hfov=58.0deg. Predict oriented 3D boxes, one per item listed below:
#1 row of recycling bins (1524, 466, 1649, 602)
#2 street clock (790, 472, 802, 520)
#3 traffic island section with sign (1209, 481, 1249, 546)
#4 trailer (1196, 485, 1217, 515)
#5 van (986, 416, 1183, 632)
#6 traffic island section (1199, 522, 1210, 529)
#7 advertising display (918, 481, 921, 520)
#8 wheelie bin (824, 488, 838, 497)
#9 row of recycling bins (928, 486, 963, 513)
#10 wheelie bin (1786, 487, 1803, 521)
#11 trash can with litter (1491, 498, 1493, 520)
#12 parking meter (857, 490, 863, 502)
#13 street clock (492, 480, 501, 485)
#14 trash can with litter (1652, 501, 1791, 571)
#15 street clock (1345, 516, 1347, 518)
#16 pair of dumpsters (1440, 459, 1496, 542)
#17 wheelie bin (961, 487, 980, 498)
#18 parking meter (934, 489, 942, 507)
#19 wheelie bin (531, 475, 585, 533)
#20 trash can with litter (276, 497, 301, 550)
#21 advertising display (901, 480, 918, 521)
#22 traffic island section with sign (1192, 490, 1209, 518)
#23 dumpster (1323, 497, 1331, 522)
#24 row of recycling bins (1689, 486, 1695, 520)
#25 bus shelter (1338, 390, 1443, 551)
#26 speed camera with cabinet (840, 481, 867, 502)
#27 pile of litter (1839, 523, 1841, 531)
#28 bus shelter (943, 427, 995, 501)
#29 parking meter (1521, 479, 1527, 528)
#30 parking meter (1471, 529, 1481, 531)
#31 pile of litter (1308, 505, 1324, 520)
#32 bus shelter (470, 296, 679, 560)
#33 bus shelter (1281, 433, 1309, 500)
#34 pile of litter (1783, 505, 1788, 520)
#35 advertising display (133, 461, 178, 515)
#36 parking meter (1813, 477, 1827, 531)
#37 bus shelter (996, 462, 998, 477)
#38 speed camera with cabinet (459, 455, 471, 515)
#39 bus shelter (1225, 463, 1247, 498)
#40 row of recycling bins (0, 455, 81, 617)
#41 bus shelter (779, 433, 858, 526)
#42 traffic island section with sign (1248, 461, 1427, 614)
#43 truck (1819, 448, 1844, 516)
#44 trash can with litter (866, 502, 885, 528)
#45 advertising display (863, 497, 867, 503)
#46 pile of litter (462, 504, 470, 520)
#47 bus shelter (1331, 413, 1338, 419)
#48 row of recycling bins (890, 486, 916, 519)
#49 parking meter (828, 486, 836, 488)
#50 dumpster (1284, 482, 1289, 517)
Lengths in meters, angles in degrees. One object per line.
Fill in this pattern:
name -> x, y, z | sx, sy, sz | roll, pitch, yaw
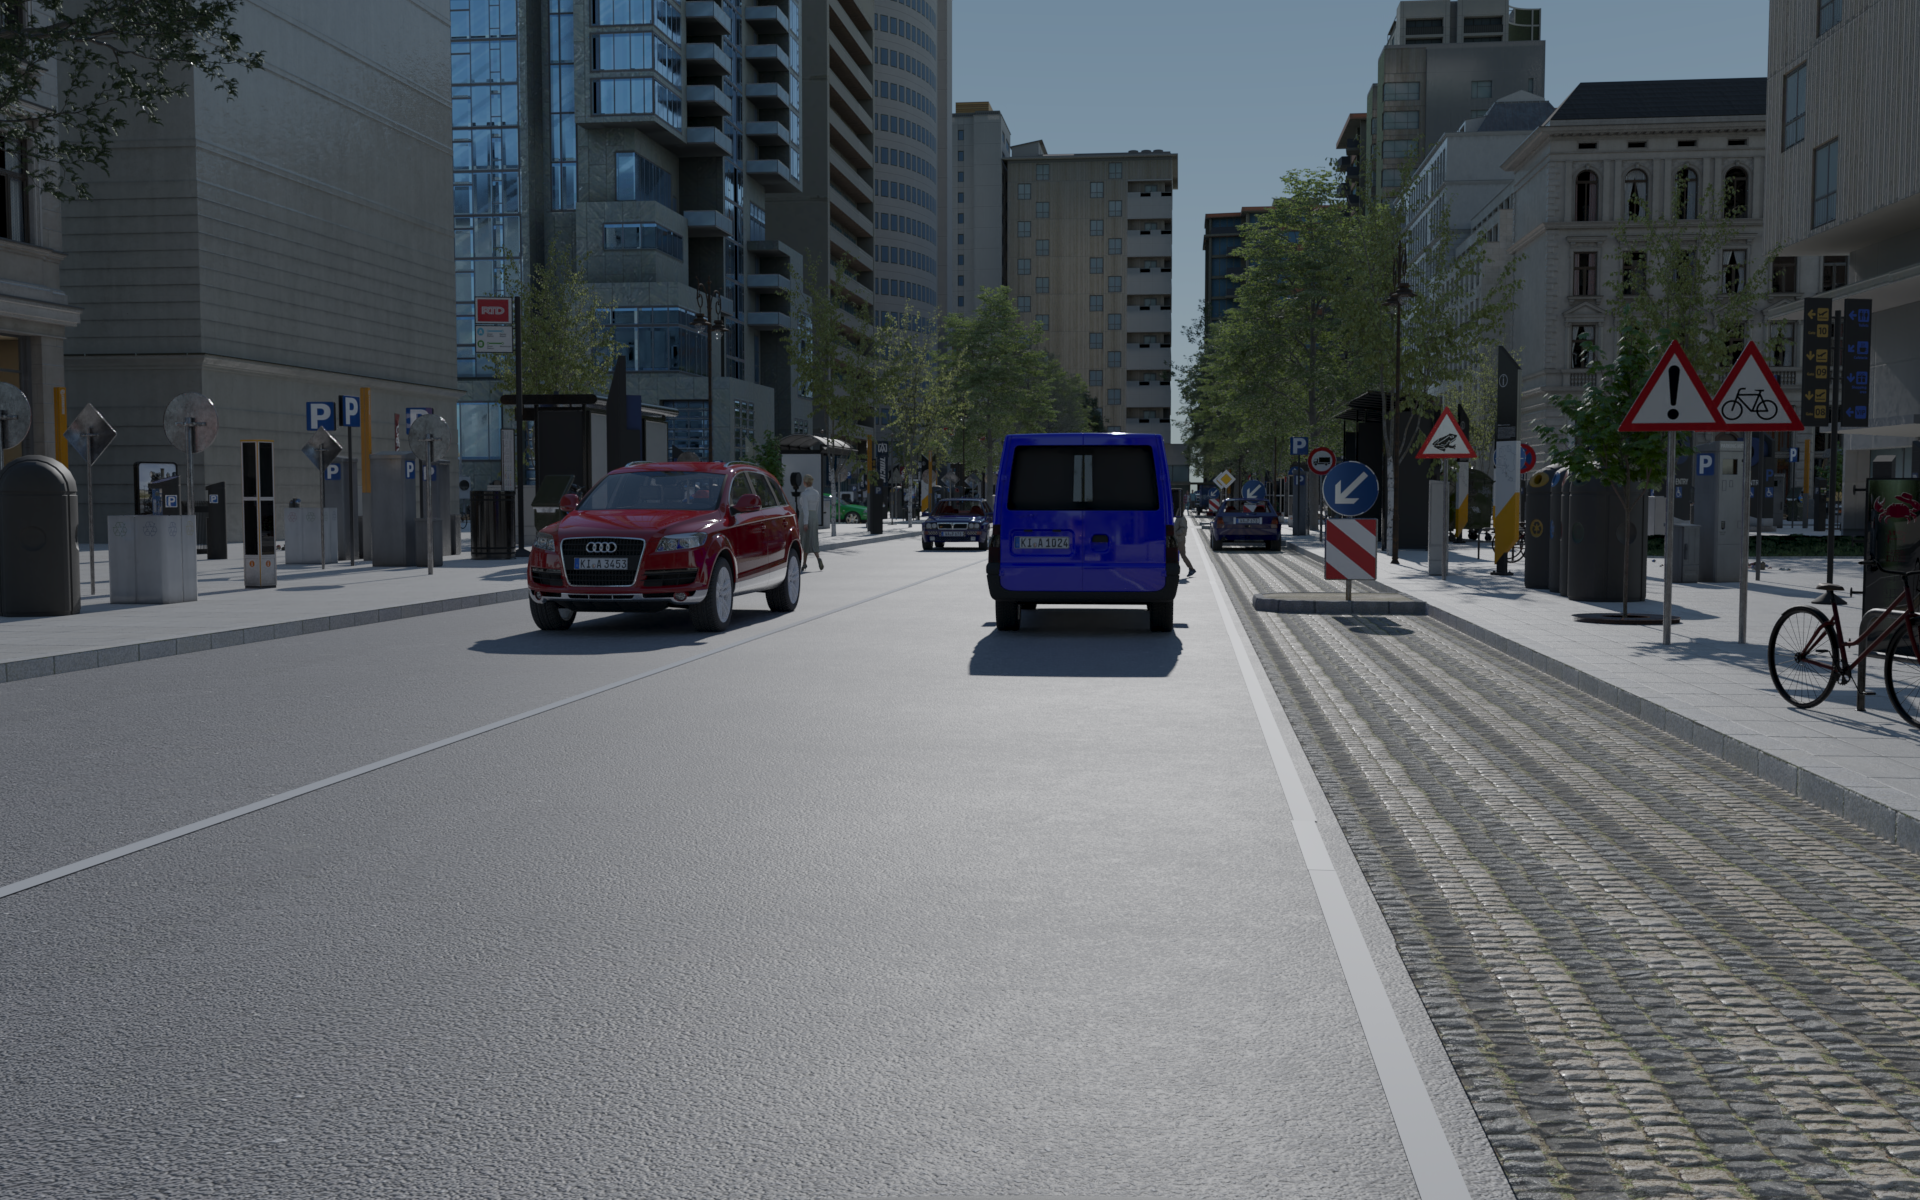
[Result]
row of recycling bins -> 8.012, -0.921, 22.177 | 1.069, 1.692, 3.534 | 0, 4, 8
street clock -> -5.438, -3.235, 57.459 | 0.358, 2.002, 0.471 | 1, 4, 19
traffic island section with sign -> 8.070, -2.434, 48.423 | 1.989, 1.847, 2.006 | 0, 4, 7
trailer -> 16.104, -6.461, 112.687 | 1.471, 1.999, 3.904 | 0, 4, 5
van -> 1.465, -0.939, 19.732 | 2.240, 2.365, 5.245 | 0, 4, 6
traffic island section -> 11.877, -3.447, 78.640 | 2.009, 0.180, 2.903 | 0, 4, 7
advertising display -> -2.086, -4.908, 85.467 | 0.123, 1.923, 0.974 | -1, 4, -13
wheelie bin -> -6.325, -4.667, 84.220 | 0.980, 1.594, 0.693 | 2, 4, 29
row of recycling bins -> -0.635, -4.846, 86.342 | 1.069, 1.692, 3.534 | 2, 4, 24
wheelie bin -> 39.381, -4.505, 81.570 | 0.693, 1.594, 0.980 | -1, 4, -21
trash can with litter -> 26.956, -4.611, 86.775 | 0.624, 1.170, 1.055 | 1, 4, 21
parking meter -> -6.381, -6.256, 110.688 | 0.372, 1.533, 0.369 | 0, 3, 0
street clock -> -23.719, -5.148, 88.733 | 0.471, 2.002, 0.358 | -2, 4, -34
trash can with litter -> 13.333, -1.152, 29.897 | 1.678, 1.210, 2.233 | -1, 4, -14
street clock -> 9.142, -2.212, 40.744 | 0.358, 2.002, 0.471 | 1, 4, 15
pair of dumpsters -> 13.881, -2.810, 48.431 | 1.574, 2.255, 4.437 | 0, 4, 7
wheelie bin -> 0.529, -4.584, 82.862 | 0.980, 1.594, 0.693 | -3, 5, -43
parking meter -> -1.023, -4.392, 80.212 | 0.372, 1.533, 0.369 | 0, 3, 0
wheelie bin -> -6.606, -1.261, 28.518 | 0.980, 1.594, 0.693 | 2, 4, 31
trash can with litter -> -15.316, -1.787, 40.282 | 1.678, 1.210, 2.233 | -1, 4, -16
advertising display -> -2.455, -4.725, 82.463 | 0.123, 1.923, 0.974 | 2, 4, 34
traffic island section with sign -> 14.987, -5.775, 103.043 | 1.989, 1.847, 2.006 | 0, 4, 7
dumpster -> 17.150, -4.647, 78.468 | 1.502, 2.255, 1.985 | 0, 4, 7
row of recycling bins -> 35.681, -4.775, 85.176 | 1.069, 1.692, 3.534 | 2, 4, 31
bus shelter -> 10.420, -3.106, 42.061 | 1.731, 3.624, 6.357 | 0, 4, 7
speed camera with cabinet -> -7.314, -7.598, 118.562 | 2.038, 3.252, 0.660 | -1, 4, -16
pile of litter -> 30.958, -2.783, 59.462 | 1.719, 0.858, 1.176 | -1, 4, -15
bus shelter -> 0.383, -7.832, 105.690 | 2.179, 5.291, 8.768 | 0, 4, 7
parking meter -> 20.102, -3.450, 62.122 | 0.399, 1.863, 0.255 | 1, 4, 22
parking meter -> 17.045, -2.986, 57.235 | 0.372, 1.533, 0.369 | 0, 3, 0
pile of litter -> 17.751, -4.453, 86.764 | 1.719, 0.858, 1.176 | 0, 4, 3
bus shelter -> -8.439, -3.679, 37.790 | 2.179, 5.291, 8.768 | 0, 4, 7
bus shelter -> 21.012, -7.932, 107.313 | 2.179, 5.291, 8.768 | 0, 4, 7
pile of litter -> 40.847, -4.438, 86.519 | 1.719, 0.858, 1.176 | 3, 5, 45
advertising display -> -15.981, -1.789, 34.464 | 0.123, 1.923, 0.974 | 2, 4, 23
parking meter -> 29.602, -3.295, 59.590 | 0.255, 1.863, 0.399 | 0, 4, -2
bus shelter -> 2.366, -8.429, 115.441 | 2.179, 5.291, 8.768 | 0, 4, 7
speed camera with cabinet -> -25.804, -5.697, 87.487 | 2.038, 3.252, 0.660 | -3, 4, -38
bus shelter -> 21.152, -8.633, 132.431 | 1.731, 3.624, 6.357 | 0, 4, 7
row of recycling bins -> -11.127, -0.700, 18.558 | 3.534, 1.692, 1.069 | 1, 4, 9
bus shelter -> -5.049, -4.075, 60.546 | 2.014, 3.302, 5.546 | 0, 4, 7
traffic island section with sign -> 4.666, -0.789, 21.525 | 1.989, 1.847, 2.006 | 0, 4, 7
truck -> 39.923, -4.620, 71.468 | 9.791, 3.379, 3.469 | 0, 4, 5
trash can with litter -> -3.259, -3.348, 66.124 | 0.624, 1.170, 1.055 | 1, 4, 9
advertising display -> -8.084, -8.528, 144.652 | 0.974, 1.923, 0.123 | 0, 4, 2
pile of litter -> -24.164, -4.327, 84.712 | 1.176, 0.858, 1.719 | -1, 4, -20
bus shelter -> 11.622, -3.529, 48.990 | 1.731, 3.624, 6.357 | 0, 4, 7
row of recycling bins -> -3.016, -5.212, 92.326 | 1.069, 1.692, 3.534 | -1, 4, -13
parking meter -> -6.348, -4.919, 86.143 | 0.255, 1.863, 0.399 | -3, 4, -37
dumpster -> 15.096, -4.473, 78.892 | 1.264, 1.857, 1.865 | 0, 4, 7
